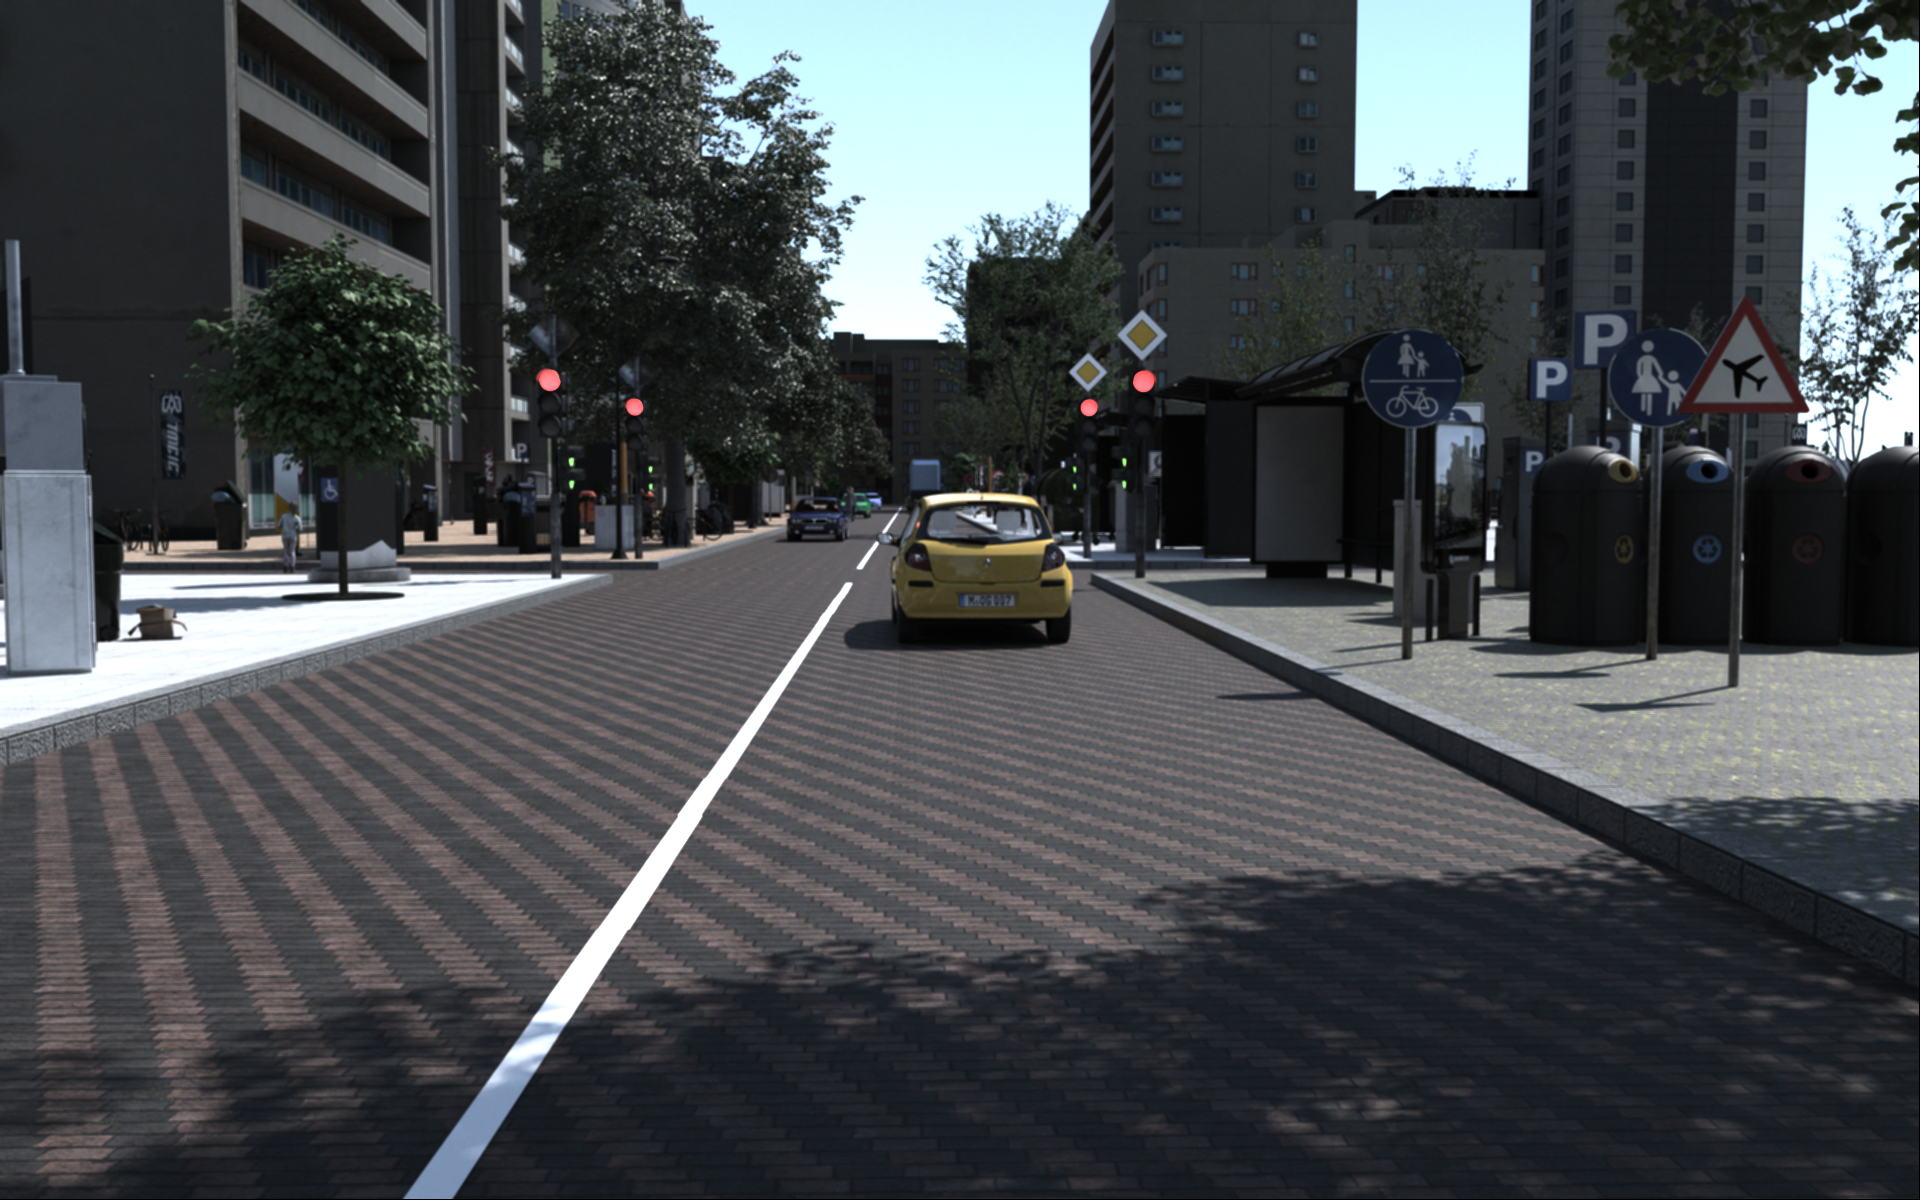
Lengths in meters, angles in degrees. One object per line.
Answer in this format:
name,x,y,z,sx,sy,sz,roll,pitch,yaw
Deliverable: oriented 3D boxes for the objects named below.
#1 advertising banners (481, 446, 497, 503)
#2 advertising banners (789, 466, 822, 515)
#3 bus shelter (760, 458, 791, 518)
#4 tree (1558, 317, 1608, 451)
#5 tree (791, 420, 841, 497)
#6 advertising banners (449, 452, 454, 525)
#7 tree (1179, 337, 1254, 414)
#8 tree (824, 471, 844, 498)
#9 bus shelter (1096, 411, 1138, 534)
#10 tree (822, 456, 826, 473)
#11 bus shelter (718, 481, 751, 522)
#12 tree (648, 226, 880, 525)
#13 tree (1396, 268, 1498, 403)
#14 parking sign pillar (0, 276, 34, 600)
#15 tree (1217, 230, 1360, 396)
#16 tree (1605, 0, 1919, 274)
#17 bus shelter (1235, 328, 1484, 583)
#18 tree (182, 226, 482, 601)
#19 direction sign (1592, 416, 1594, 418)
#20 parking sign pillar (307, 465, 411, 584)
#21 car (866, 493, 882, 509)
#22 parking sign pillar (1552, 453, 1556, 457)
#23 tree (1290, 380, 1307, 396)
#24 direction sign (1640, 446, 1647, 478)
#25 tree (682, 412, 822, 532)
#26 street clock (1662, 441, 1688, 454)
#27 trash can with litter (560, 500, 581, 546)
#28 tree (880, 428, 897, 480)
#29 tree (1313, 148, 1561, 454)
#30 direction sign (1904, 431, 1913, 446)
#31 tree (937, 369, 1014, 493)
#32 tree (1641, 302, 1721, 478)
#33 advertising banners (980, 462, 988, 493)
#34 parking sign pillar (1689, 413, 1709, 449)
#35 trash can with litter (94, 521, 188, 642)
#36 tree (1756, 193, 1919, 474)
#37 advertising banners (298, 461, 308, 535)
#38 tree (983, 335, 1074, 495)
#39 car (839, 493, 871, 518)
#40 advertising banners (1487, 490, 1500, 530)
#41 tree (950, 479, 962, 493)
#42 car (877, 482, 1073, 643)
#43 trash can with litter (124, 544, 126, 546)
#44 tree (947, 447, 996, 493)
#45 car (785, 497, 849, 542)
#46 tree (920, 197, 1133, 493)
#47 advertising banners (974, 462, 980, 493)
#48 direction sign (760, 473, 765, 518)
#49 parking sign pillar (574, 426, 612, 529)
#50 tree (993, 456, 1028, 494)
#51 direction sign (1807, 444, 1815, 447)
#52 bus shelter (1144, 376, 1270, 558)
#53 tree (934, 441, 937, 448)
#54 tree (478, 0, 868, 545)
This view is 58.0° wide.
advertising banners,-16.562,-4.137,63.820,2.074,3.025,0.090,-1,4,-11
advertising banners,-9.540,-6.770,106.871,2.074,3.025,0.090,0,4,-6
bus shelter,-10.372,-6.307,97.045,2.014,3.302,5.546,0,4,-1
tree,22.601,-7.131,66.952,4.360,8.622,3.978,0,3,0
tree,-10.304,-10.563,123.072,4.737,8.622,4.395,0,3,0
advertising banners,-21.189,-4.643,72.093,0.090,3.025,2.074,-1,4,-13
tree,12.311,-7.960,80.502,4.360,8.622,3.978,0,3,0
tree,-11.406,-9.735,153.774,1.663,3.219,1.824,0,3,0
bus shelter,4.912,-3.723,52.146,1.731,3.624,6.357,0,4,-2
tree,-9.525,-7.249,102.229,4.285,4.588,4.351,0,3,0
bus shelter,-10.252,-5.530,81.698,1.731,3.624,6.357,0,4,-2
tree,-8.612,-9.475,71.924,9.611,12.733,9.660,0,3,0
tree,15.171,-6.444,55.715,4.737,8.622,4.395,0,3,0
parking sign pillar,-12.122,-2.010,21.329,1.447,3.967,1.447,-2,4,-30
tree,9.360,-6.036,49.051,4.737,8.622,4.395,0,3,0
tree,4.497,-5.338,5.407,7.486,12.596,7.792,0,3,0
bus shelter,5.312,-1.838,23.977,2.014,3.302,5.546,0,4,-2
tree,-7.556,-2.300,21.320,4.285,4.588,4.351,0,3,0
direction sign,18.399,-3.576,50.457,0.379,3.537,0.876,1,4,22
parking sign pillar,-8.853,-2.260,25.417,1.447,3.967,1.447,1,4,15
car,-8.388,-9.482,164.615,1.945,1.707,3.694,0,3,0
parking sign pillar,36.250,-7.181,105.881,1.447,3.967,1.447,0,4,8
tree,19.342,-9.195,100.705,4.360,8.622,3.978,0,3,0
direction sign,32.502,-5.484,81.657,0.876,3.537,0.379,2,4,35
tree,-7.773,-4.579,58.583,4.285,4.588,4.351,0,3,0
street clock,9.870,-1.186,23.954,0.471,2.002,0.358,-3,5,-41
trash can with litter,-9.789,-1.934,43.000,0.624,1.170,1.055,-2,4,-27
tree,-11.080,-15.587,171.848,9.611,12.733,9.660,0,3,0
tree,10.184,-5.337,37.622,4.360,8.622,3.978,0,3,0
direction sign,34.378,-4.333,62.849,0.876,3.537,0.379,-3,5,-44
tree,1.625,-9.268,101.900,4.360,8.622,3.978,0,3,0
tree,28.105,-7.166,67.534,4.360,8.622,3.978,0,3,0
advertising banners,1.636,-6.078,95.566,0.090,3.025,2.074,3,4,37
parking sign pillar,21.833,-3.835,51.180,1.447,3.967,1.447,2,4,26
trash can with litter,-7.407,-0.238,15.283,1.055,1.170,0.624,-1,4,-23
tree,22.007,-5.658,42.868,4.360,8.622,3.978,0,3,0
advertising banners,-15.034,-2.746,41.088,2.074,3.025,0.090,1,4,12
tree,2.881,-7.870,79.035,4.737,8.622,4.395,0,3,0
car,-6.306,-5.809,103.766,1.959,1.807,4.718,0,3,0
advertising banners,18.846,-4.044,62.300,2.074,3.025,0.090,2,4,25
tree,-0.221,-11.749,186.691,1.663,3.219,1.824,0,3,0
car,0.141,-0.484,18.141,2.015,1.641,3.980,0,4,-3
trash can with litter,-21.646,-1.942,42.806,2.233,1.210,1.678,2,4,23
tree,0.829,-8.136,116.737,4.285,4.588,4.351,0,3,0
car,-4.380,-2.503,53.503,1.945,1.354,3.894,0,4,-1
tree,2.679,-8.351,62.294,9.928,11.665,9.643,0,3,0
advertising banners,0.833,-5.889,92.480,0.090,3.025,2.074,0,4,4
direction sign,-10.468,-6.077,91.356,0.379,3.537,0.876,-2,4,-26
parking sign pillar,-13.649,-4.646,64.434,1.447,3.967,1.447,-2,4,-25
tree,2.738,-5.778,89.068,1.663,3.219,1.824,0,3,0
direction sign,38.498,-5.321,78.992,0.876,3.537,0.379,0,4,-3
bus shelter,5.303,-2.831,37.567,1.731,3.624,6.357,0,4,-2
tree,0.023,-12.689,157.830,4.360,8.622,3.978,0,3,0
tree,-7.165,-8.352,43.210,9.857,13.997,8.962,0,3,0
